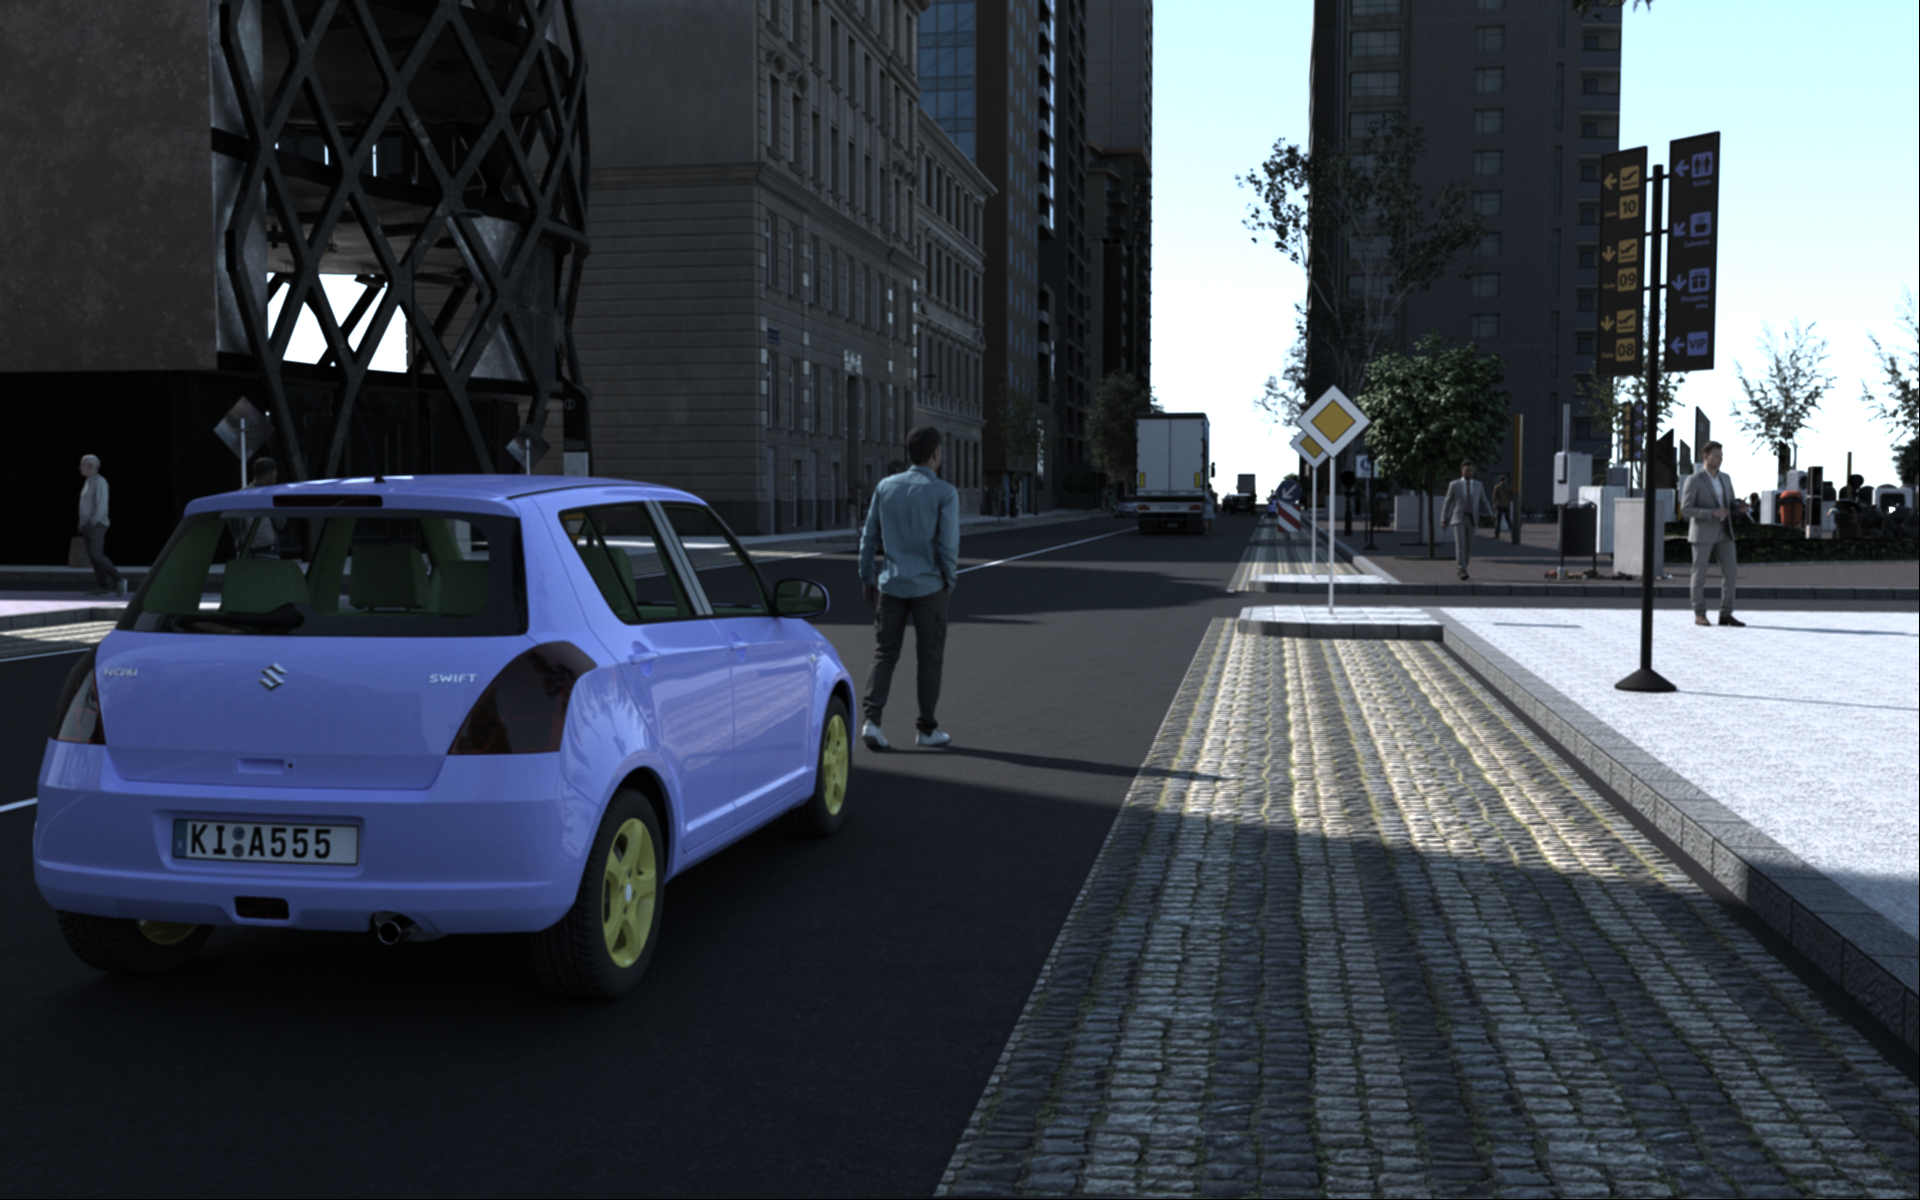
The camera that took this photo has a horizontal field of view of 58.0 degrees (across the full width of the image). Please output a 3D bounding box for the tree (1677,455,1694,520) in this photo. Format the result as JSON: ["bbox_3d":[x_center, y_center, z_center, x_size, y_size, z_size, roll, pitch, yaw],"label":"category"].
[{"bbox_3d":[35.699,-5.510,84.698,1.663,3.219,1.824,0,3,0],"label":"tree"}]

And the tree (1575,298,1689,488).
[{"bbox_3d":[25.500,-7.022,65.179,4.737,8.622,4.395,0,3,0],"label":"tree"}]

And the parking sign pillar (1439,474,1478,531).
[{"bbox_3d":[17.114,-4.350,59.592,1.447,3.967,1.447,-2,4,-32],"label":"parking sign pillar"}]

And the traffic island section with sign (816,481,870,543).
[{"bbox_3d":[-3.052,-2.598,51.108,1.989,1.847,2.006,1,4,10],"label":"traffic island section with sign"}]

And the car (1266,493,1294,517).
[{"bbox_3d":[20.657,-6.228,111.417,1.945,1.707,3.694,1,4,10],"label":"car"}]

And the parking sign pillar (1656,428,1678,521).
[{"bbox_3d":[28.907,-5.073,71.416,1.447,3.967,1.447,-2,4,-28],"label":"parking sign pillar"}]

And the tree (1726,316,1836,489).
[{"bbox_3d":[33.741,-7.375,70.949,4.360,8.622,3.978,0,3,0],"label":"tree"}]

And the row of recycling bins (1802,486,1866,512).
[{"bbox_3d":[42.863,-4.737,84.569,3.534,1.692,1.069,1,4,11],"label":"row of recycling bins"}]

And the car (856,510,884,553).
[{"bbox_3d":[-1.325,-1.913,43.275,2.014,1.417,4.499,1,4,10],"label":"car"}]

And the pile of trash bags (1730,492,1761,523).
[{"bbox_3d":[25.149,-2.796,55.468,3.447,1.369,1.912,2,4,32],"label":"pile of trash bags"}]

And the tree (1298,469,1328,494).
[{"bbox_3d":[23.582,-7.369,115.079,1.663,3.219,1.824,0,3,0],"label":"tree"}]

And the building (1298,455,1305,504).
[{"bbox_3d":[53.080,-54.881,209.975,22.319,86.520,31.000,1,4,10],"label":"building"}]

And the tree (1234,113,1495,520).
[{"bbox_3d":[20.541,-13.982,84.487,12.611,20.169,13.585,0,3,0],"label":"tree"}]

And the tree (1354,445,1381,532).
[{"bbox_3d":[14.210,-3.912,58.567,1.663,3.219,1.824,0,3,0],"label":"tree"}]

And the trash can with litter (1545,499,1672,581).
[{"bbox_3d":[9.798,-0.928,26.230,2.233,1.210,1.678,0,4,-2],"label":"trash can with litter"}]

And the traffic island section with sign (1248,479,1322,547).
[{"bbox_3d":[8.966,-2.395,47.793,1.989,1.847,2.006,1,4,10],"label":"traffic island section with sign"}]

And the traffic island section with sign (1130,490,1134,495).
[{"bbox_3d":[15.462,-8.865,153.566,1.989,1.847,2.006,1,4,10],"label":"traffic island section with sign"}]

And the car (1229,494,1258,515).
[{"bbox_3d":[19.991,-6.880,122.270,2.009,1.686,4.222,1,4,12],"label":"car"}]

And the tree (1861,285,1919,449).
[{"bbox_3d":[33.181,-6.659,59.245,4.360,8.622,3.978,0,3,0],"label":"tree"}]

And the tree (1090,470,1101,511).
[{"bbox_3d":[9.902,-8.589,135.036,1.663,3.219,1.824,0,3,0],"label":"tree"}]

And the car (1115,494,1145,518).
[{"bbox_3d":[10.551,-5.760,106.178,2.014,1.417,4.499,1,4,11],"label":"car"}]

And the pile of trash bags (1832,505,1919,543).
[{"bbox_3d":[22.582,-2.083,43.804,3.447,1.369,1.912,1,4,21],"label":"pile of trash bags"}]

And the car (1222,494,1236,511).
[{"bbox_3d":[22.991,-8.170,145.373,2.131,1.459,4.920,1,4,12],"label":"car"}]

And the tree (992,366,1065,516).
[{"bbox_3d":[3.666,-9.153,100.019,4.737,8.622,4.395,0,3,0],"label":"tree"}]

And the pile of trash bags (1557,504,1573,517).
[{"bbox_3d":[33.668,-5.226,95.204,1.912,1.369,3.447,2,4,24],"label":"pile of trash bags"}]

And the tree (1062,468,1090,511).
[{"bbox_3d":[8.307,-8.264,129.717,1.663,3.219,1.824,0,3,0],"label":"tree"}]

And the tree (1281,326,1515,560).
[{"bbox_3d":[9.368,-3.085,34.150,4.285,4.588,4.351,0,3,0],"label":"tree"}]

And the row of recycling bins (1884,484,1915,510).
[{"bbox_3d":[38.687,-3.839,69.888,3.534,1.692,1.069,0,4,-1],"label":"row of recycling bins"}]

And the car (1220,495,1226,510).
[{"bbox_3d":[24.612,-8.840,156.888,2.083,1.381,4.827,1,4,10],"label":"car"}]

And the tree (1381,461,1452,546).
[{"bbox_3d":[11.702,-2.989,43.471,1.663,3.219,1.824,0,3,0],"label":"tree"}]

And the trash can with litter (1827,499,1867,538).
[{"bbox_3d":[20.528,-1.744,39.894,1.055,1.170,0.624,-2,4,-35],"label":"trash can with litter"}]

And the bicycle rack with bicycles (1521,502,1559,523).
[{"bbox_3d":[26.245,-3.962,78.166,2.852,0.926,2.925,3,5,44],"label":"bicycle rack with bicycles"}]

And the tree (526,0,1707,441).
[{"bbox_3d":[3.962,-4.298,4.690,8.767,10.594,7.601,1,4,9],"label":"tree"}]

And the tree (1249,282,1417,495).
[{"bbox_3d":[21.992,-11.604,100.089,12.009,13.543,11.850,0,3,0],"label":"tree"}]

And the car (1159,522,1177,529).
[{"bbox_3d":[9.270,-3.932,73.082,1.959,1.807,4.718,1,4,9],"label":"car"}]

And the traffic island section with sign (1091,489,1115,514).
[{"bbox_3d":[10.668,-7.242,127.039,1.989,1.847,2.006,1,4,10],"label":"traffic island section with sign"}]

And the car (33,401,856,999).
[{"bbox_3d":[-1.522,0.200,6.323,1.945,1.707,3.694,1,4,10],"label":"car"}]

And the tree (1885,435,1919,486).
[{"bbox_3d":[47.736,-6.246,85.837,4.285,4.588,4.351,0,3,0],"label":"tree"}]

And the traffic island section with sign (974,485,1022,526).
[{"bbox_3d":[1.743,-4.221,77.635,1.989,1.847,2.006,1,4,10],"label":"traffic island section with sign"}]

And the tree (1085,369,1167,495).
[{"bbox_3d":[16.990,-16.403,174.844,9.857,13.997,8.962,0,3,0],"label":"tree"}]
